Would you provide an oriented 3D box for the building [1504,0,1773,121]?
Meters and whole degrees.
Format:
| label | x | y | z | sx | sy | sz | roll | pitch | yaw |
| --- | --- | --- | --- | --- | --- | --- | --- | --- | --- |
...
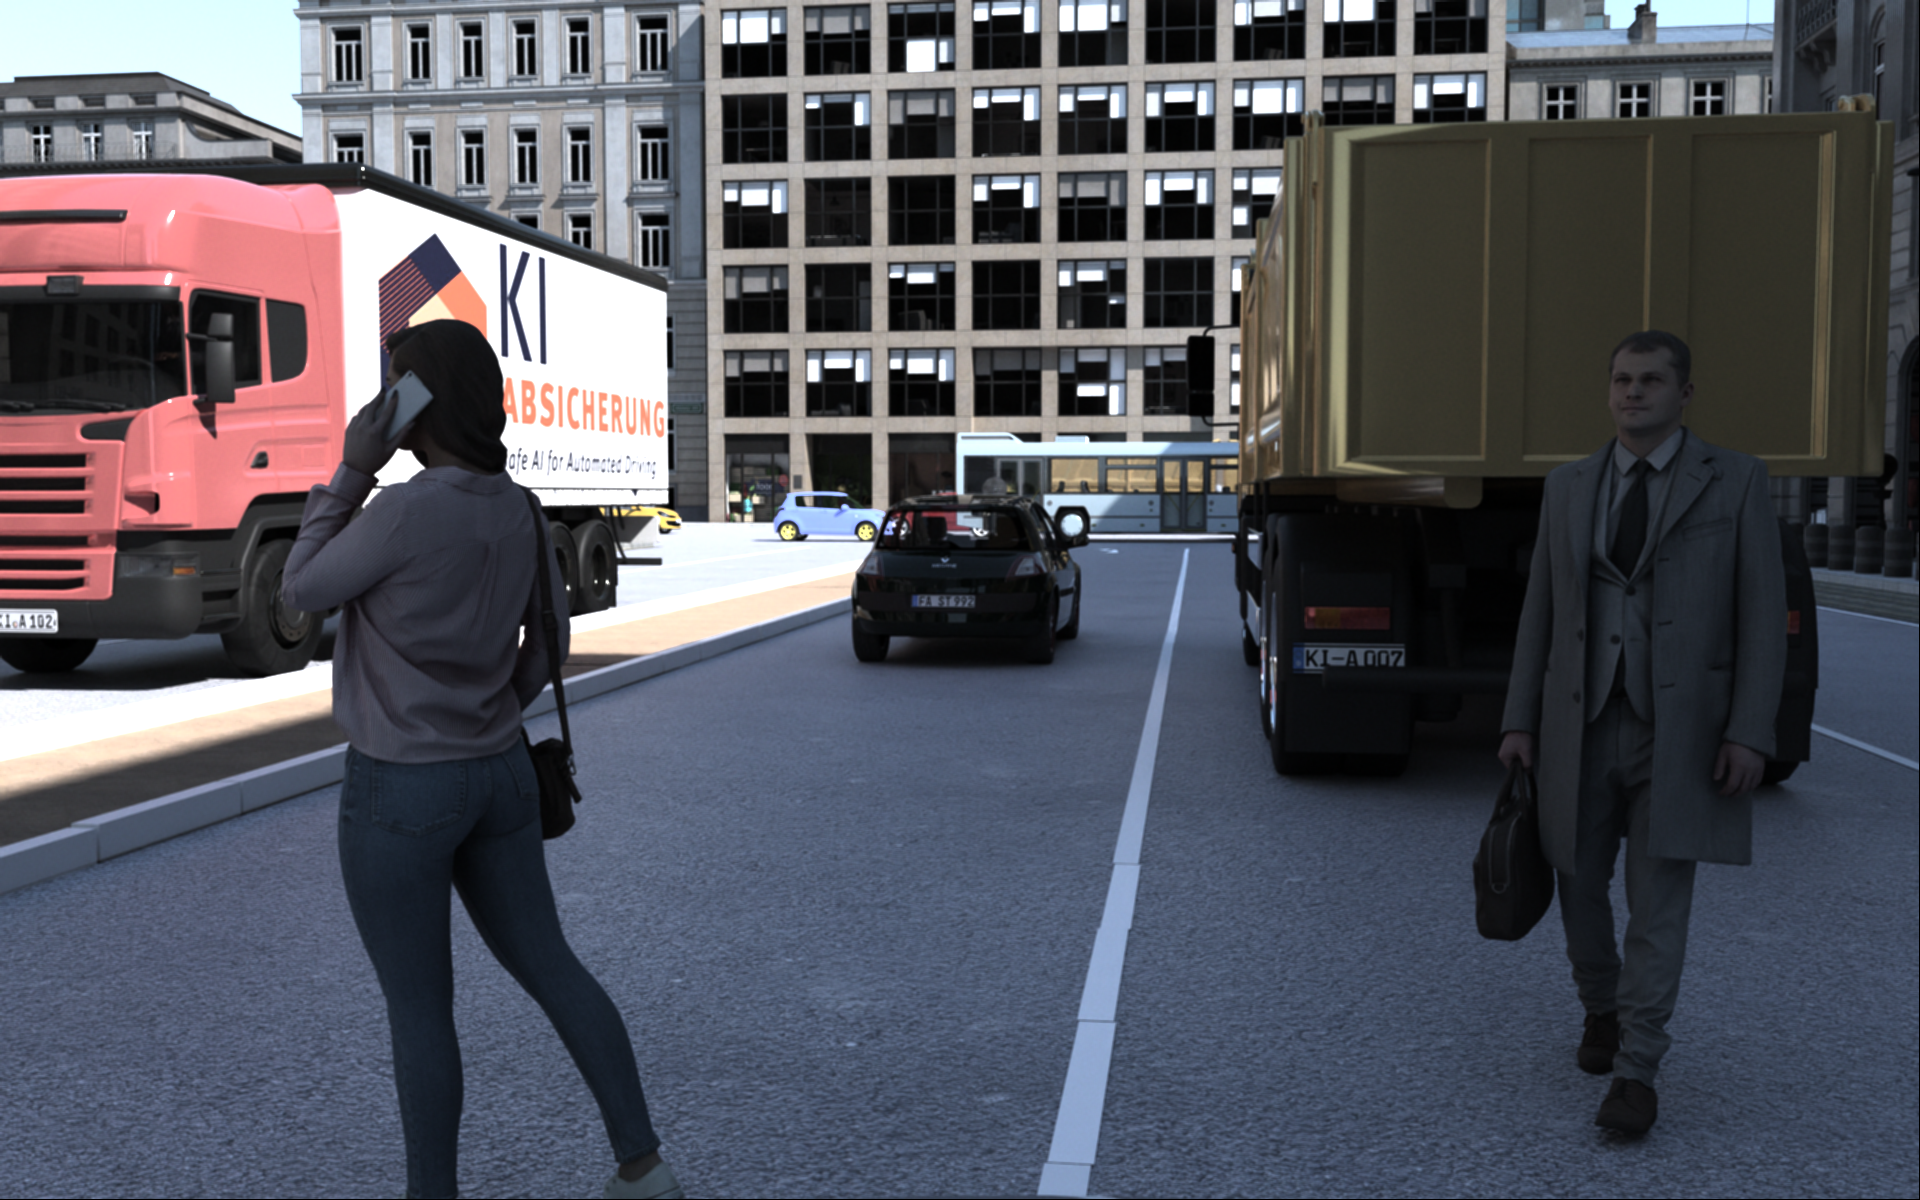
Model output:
| label | x | y | z | sx | sy | sz | roll | pitch | yaw |
| --- | --- | --- | --- | --- | --- | --- | --- | --- | --- |
| building | 40.744 | -15.752 | 76.627 | 34.723 | 24.649 | 14.460 | 0 | 4 | 8 |

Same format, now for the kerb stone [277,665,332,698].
| label | x | y | z | sx | sy | sz | roll | pitch | yaw |
| --- | --- | --- | --- | --- | --- | --- | --- | --- | --- |
| kerb stone | -4.724 | 0.589 | 12.571 | 0.120 | 0.150 | 1.000 | 0 | 4 | 8 |

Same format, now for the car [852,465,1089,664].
| label | x | y | z | sx | sy | sz | roll | pitch | yaw |
| --- | --- | --- | --- | --- | --- | --- | --- | --- | --- |
| car | 0.156 | -0.386 | 16.105 | 2.009 | 1.686 | 4.222 | 1 | 4 | 8 |

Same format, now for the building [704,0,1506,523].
| label | x | y | z | sx | sy | sz | roll | pitch | yaw |
| --- | --- | --- | --- | --- | --- | --- | --- | --- | --- |
| building | 6.949 | -17.069 | 83.592 | 34.151 | 26.468 | 19.350 | 0 | 4 | 8 |

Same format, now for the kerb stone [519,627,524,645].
| label | x | y | z | sx | sy | sz | roll | pitch | yaw |
| --- | --- | --- | --- | --- | --- | --- | --- | --- | --- |
| kerb stone | -4.161 | 0.339 | 16.647 | 0.120 | 0.150 | 1.000 | 0 | 4 | 8 |

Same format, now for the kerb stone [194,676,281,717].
| label | x | y | z | sx | sy | sz | roll | pitch | yaw |
| --- | --- | --- | --- | --- | --- | --- | --- | --- | --- |
| kerb stone | -4.863 | 0.655 | 11.546 | 0.120 | 0.150 | 1.000 | 0 | 4 | 8 |

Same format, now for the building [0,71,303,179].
| label | x | y | z | sx | sy | sz | roll | pitch | yaw |
| --- | --- | --- | --- | --- | --- | --- | --- | --- | --- |
| building | -42.711 | -15.064 | 88.092 | 24.055 | 21.916 | 13.314 | 0 | 4 | 8 |

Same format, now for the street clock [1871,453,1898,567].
| label | x | y | z | sx | sy | sz | roll | pitch | yaw |
| --- | --- | --- | --- | --- | --- | --- | --- | --- | --- |
| street clock | 16.333 | -1.598 | 30.693 | 0.471 | 2.002 | 0.358 | 2 | 4 | 28 |

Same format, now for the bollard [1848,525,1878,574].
| label | x | y | z | sx | sy | sz | roll | pitch | yaw |
| --- | --- | --- | --- | --- | --- | --- | --- | --- | --- |
| bollard | 14.699 | -0.813 | 28.002 | 0.404 | 0.777 | 0.398 | 0 | 3 | 0 |

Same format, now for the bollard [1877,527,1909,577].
| label | x | y | z | sx | sy | sz | roll | pitch | yaw |
| --- | --- | --- | --- | --- | --- | --- | --- | --- | --- |
| bollard | 14.532 | -0.740 | 26.812 | 0.404 | 0.777 | 0.398 | 0 | 3 | 0 |

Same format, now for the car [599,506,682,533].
| label | x | y | z | sx | sy | sz | roll | pitch | yaw |
| --- | --- | --- | --- | --- | --- | --- | --- | --- | --- |
| car | -12.074 | -3.208 | 62.682 | 3.980 | 1.641 | 2.015 | 1 | 4 | 9 |

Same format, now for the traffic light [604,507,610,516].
| label | x | y | z | sx | sy | sz | roll | pitch | yaw |
| --- | --- | --- | --- | --- | --- | --- | --- | --- | --- |
| traffic light | -9.414 | -3.505 | 46.223 | 0.839 | 4.253 | 0.868 | 0 | 4 | 8 |

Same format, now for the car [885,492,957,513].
| label | x | y | z | sx | sy | sz | roll | pitch | yaw |
| --- | --- | --- | --- | --- | --- | --- | --- | --- | --- |
| car | -0.601 | -2.969 | 57.590 | 4.494 | 1.783 | 2.155 | 1 | 4 | 9 |

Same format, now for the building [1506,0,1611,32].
| label | x | y | z | sx | sy | sz | roll | pitch | yaw |
| --- | --- | --- | --- | --- | --- | --- | --- | --- | --- |
| building | 46.360 | -33.133 | 161.333 | 23.786 | 49.044 | 30.456 | 0 | 4 | 8 |

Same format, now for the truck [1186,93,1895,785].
| label | x | y | z | sx | sy | sz | roll | pitch | yaw |
| --- | --- | --- | --- | --- | --- | --- | --- | --- | --- |
| truck | 3.328 | -1.000 | 12.280 | 3.469 | 3.379 | 9.791 | 0 | 4 | 8 |

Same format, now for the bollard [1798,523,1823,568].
| label | x | y | z | sx | sy | sz | roll | pitch | yaw |
| --- | --- | --- | --- | --- | --- | --- | --- | --- | --- |
| bollard | 15.025 | -0.958 | 30.383 | 0.404 | 0.777 | 0.398 | 0 | 3 | 0 |

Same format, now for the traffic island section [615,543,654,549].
| label | x | y | z | sx | sy | sz | roll | pitch | yaw |
| --- | --- | --- | --- | --- | --- | --- | --- | --- | --- |
| traffic island section | -9.452 | -1.473 | 46.363 | 2.009 | 0.180 | 2.903 | 0 | 4 | 8 |

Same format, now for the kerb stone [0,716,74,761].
| label | x | y | z | sx | sy | sz | roll | pitch | yaw |
| --- | --- | --- | --- | --- | --- | --- | --- | --- | --- |
| kerb stone | -5.145 | 0.776 | 9.510 | 0.120 | 0.150 | 1.000 | 0 | 4 | 8 |

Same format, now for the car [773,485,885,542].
| label | x | y | z | sx | sy | sz | roll | pitch | yaw |
| --- | --- | --- | --- | --- | --- | --- | --- | --- | --- |
| car | -3.793 | -2.635 | 52.680 | 3.694 | 1.707 | 1.945 | 0 | 4 | 7 |

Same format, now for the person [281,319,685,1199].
| label | x | y | z | sx | sy | sz | roll | pitch | yaw |
| --- | --- | --- | --- | --- | --- | --- | --- | --- | --- |
| person | -0.876 | 0.357 | 3.262 | 0.643 | 1.750 | 0.593 | 1 | 4 | 22 |

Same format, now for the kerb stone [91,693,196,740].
| label | x | y | z | sx | sy | sz | roll | pitch | yaw |
| --- | --- | --- | --- | --- | --- | --- | --- | --- | --- |
| kerb stone | -5.000 | 0.715 | 10.526 | 0.120 | 0.150 | 1.000 | 0 | 4 | 8 |

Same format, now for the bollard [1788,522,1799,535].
| label | x | y | z | sx | sy | sz | roll | pitch | yaw |
| --- | --- | --- | --- | --- | --- | --- | --- | --- | --- |
| bollard | 15.187 | -1.031 | 31.574 | 0.404 | 0.777 | 0.398 | 0 | 3 | 0 |

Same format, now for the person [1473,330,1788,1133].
| label | x | y | z | sx | sy | sz | roll | pitch | yaw |
| --- | --- | --- | --- | --- | --- | --- | --- | --- | --- |
| person | 1.558 | 0.276 | 4.088 | 0.694 | 1.812 | 0.767 | 3 | 4 | 38 |

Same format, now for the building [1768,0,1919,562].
| label | x | y | z | sx | sy | sz | roll | pitch | yaw |
| --- | --- | --- | --- | --- | --- | --- | --- | --- | --- |
| building | 23.202 | -11.403 | 28.236 | 13.314 | 21.916 | 24.055 | 0 | 4 | 8 |

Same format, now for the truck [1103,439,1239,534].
| label | x | y | z | sx | sy | sz | roll | pitch | yaw |
| --- | --- | --- | --- | --- | --- | --- | --- | --- | --- |
| truck | 7.905 | -4.054 | 62.205 | 9.791 | 3.379 | 3.469 | 1 | 4 | 10 |

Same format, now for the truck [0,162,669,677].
| label | x | y | z | sx | sy | sz | roll | pitch | yaw |
| --- | --- | --- | --- | --- | --- | --- | --- | --- | --- |
| truck | -5.856 | -1.724 | 17.100 | 2.839 | 4.237 | 11.283 | 1 | 4 | 9 |

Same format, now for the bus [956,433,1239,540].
| label | x | y | z | sx | sy | sz | roll | pitch | yaw |
| --- | --- | --- | --- | --- | --- | --- | --- | --- | --- |
| bus | 6.602 | -3.514 | 52.307 | 13.247 | 3.499 | 2.948 | 0 | 4 | 6 |

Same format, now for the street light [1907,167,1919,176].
| label | x | y | z | sx | sy | sz | roll | pitch | yaw |
| --- | --- | --- | --- | --- | --- | --- | --- | --- | --- |
| street light | 14.133 | -3.188 | 24.668 | 1.470 | 5.913 | 1.316 | 0 | 4 | 8 |

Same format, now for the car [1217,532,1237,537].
| label | x | y | z | sx | sy | sz | roll | pitch | yaw |
| --- | --- | --- | --- | --- | --- | --- | --- | --- | --- |
| car | 10.145 | -2.726 | 54.787 | 3.980 | 1.641 | 2.015 | 0 | 4 | 7 |

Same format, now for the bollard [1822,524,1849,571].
| label | x | y | z | sx | sy | sz | roll | pitch | yaw |
| --- | --- | --- | --- | --- | --- | --- | --- | --- | --- |
| bollard | 14.861 | -0.885 | 29.192 | 0.404 | 0.777 | 0.398 | 0 | 3 | 0 |

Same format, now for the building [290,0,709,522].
| label | x | y | z | sx | sy | sz | roll | pitch | yaw |
| --- | --- | --- | --- | --- | --- | --- | --- | --- | --- |
| building | -20.203 | -18.307 | 85.230 | 20.117 | 28.700 | 13.634 | 0 | 4 | 8 |
